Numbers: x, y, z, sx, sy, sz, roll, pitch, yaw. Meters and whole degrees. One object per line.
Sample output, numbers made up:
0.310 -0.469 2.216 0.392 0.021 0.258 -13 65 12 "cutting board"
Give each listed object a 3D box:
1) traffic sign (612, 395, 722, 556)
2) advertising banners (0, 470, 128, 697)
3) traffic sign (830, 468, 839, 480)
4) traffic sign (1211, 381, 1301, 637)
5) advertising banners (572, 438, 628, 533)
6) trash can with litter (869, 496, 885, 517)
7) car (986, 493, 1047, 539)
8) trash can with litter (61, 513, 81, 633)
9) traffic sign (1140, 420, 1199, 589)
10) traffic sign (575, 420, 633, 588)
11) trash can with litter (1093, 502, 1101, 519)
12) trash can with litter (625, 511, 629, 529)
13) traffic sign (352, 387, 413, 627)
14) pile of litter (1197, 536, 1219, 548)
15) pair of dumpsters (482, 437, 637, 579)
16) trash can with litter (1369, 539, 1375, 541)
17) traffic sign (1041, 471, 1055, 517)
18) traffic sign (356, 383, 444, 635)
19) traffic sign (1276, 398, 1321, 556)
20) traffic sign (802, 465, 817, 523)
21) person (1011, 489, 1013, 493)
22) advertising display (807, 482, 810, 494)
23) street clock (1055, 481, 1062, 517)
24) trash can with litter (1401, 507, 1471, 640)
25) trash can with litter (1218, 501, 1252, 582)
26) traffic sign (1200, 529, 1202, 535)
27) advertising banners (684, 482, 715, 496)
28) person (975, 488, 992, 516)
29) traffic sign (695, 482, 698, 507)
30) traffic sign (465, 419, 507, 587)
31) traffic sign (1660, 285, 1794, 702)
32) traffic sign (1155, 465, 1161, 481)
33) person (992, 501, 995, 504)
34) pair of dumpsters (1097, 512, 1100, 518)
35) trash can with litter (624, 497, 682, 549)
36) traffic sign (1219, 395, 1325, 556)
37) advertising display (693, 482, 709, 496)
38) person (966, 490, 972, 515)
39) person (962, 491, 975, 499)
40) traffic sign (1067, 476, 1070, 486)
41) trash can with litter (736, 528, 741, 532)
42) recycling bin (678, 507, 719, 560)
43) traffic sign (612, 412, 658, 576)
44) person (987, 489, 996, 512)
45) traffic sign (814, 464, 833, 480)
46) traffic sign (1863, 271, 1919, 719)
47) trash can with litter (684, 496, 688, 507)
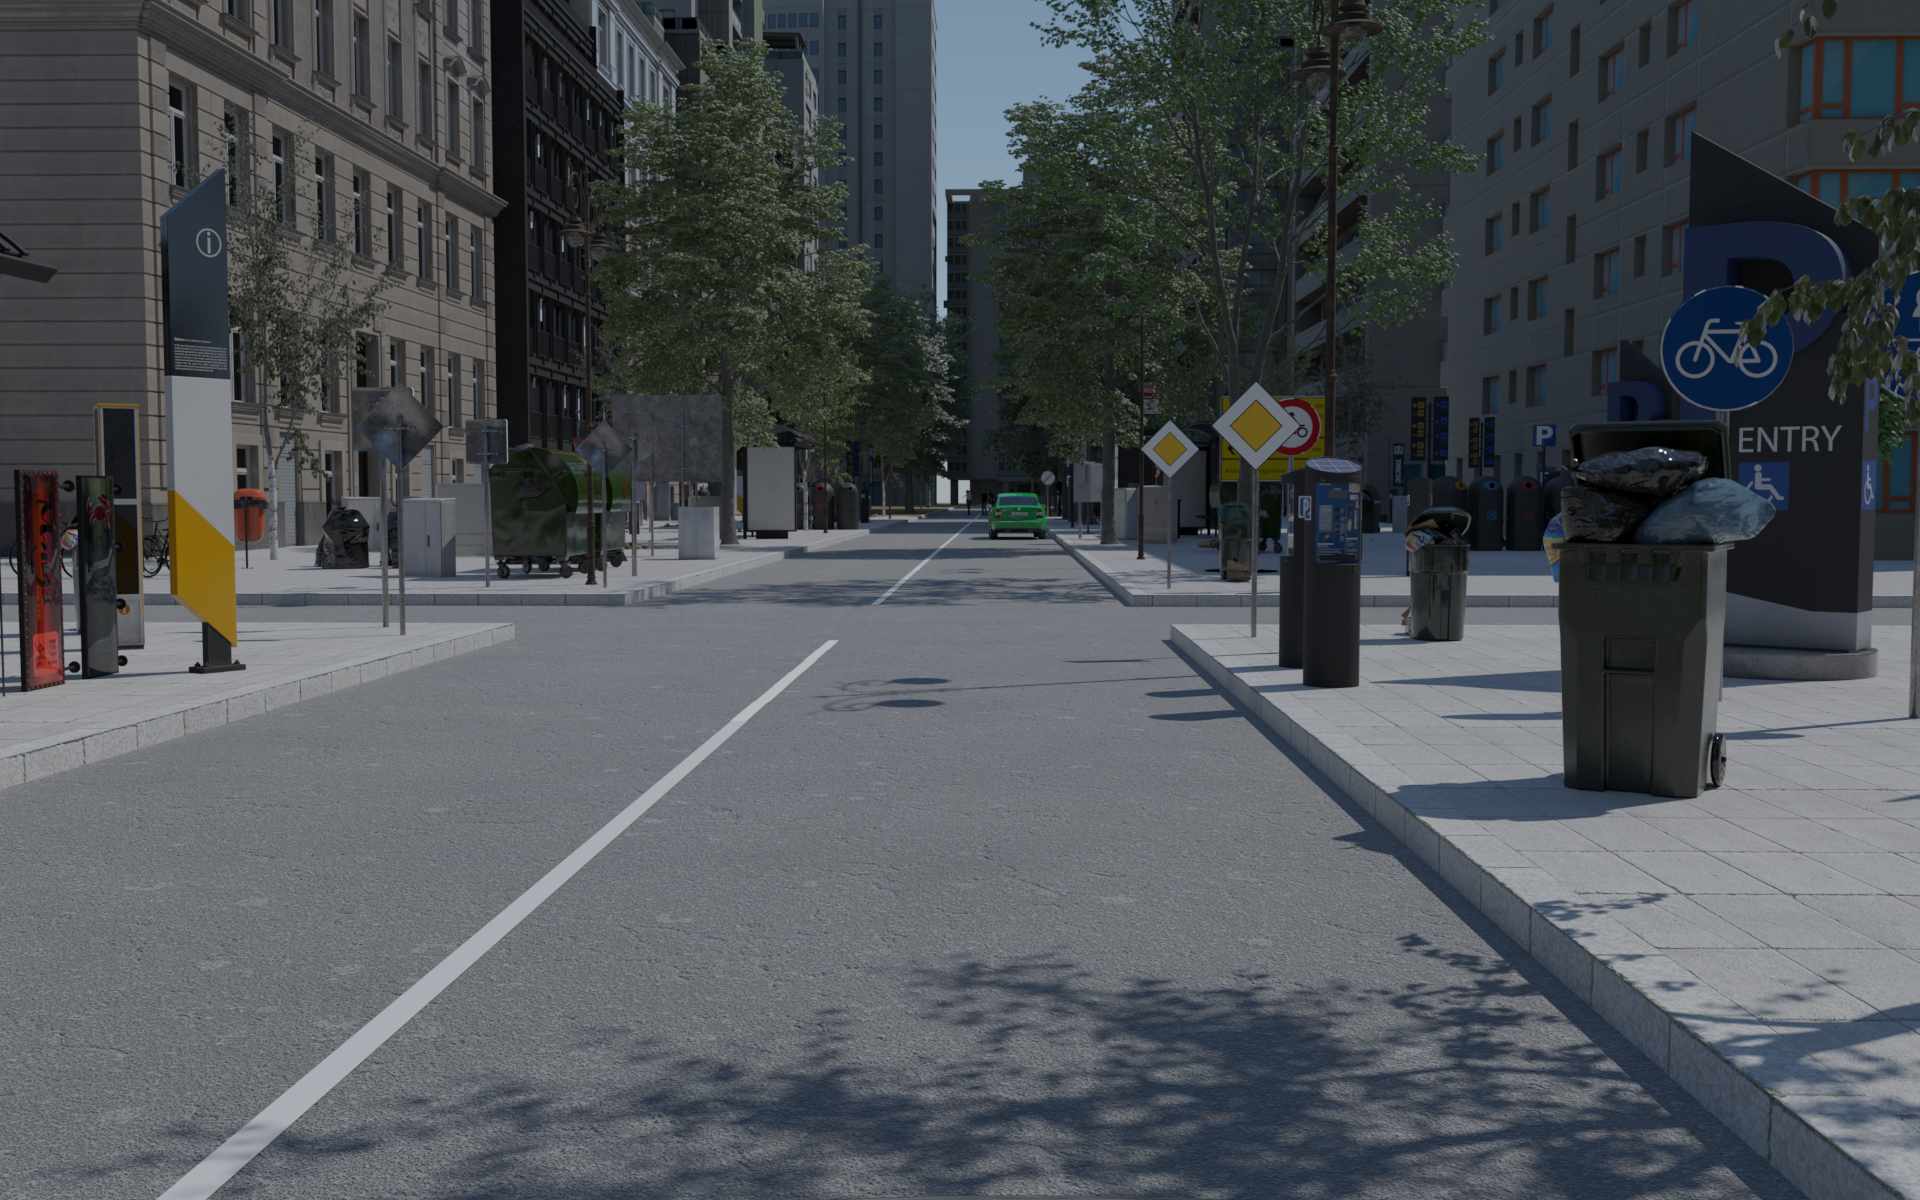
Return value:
-6.026 -2.555 35.643 2.265 3.308 0.079 0 4 2 "traffic sign"
-6.055 -0.930 11.386 0.090 3.025 2.074 0 4 0 "advertising banners"
-5.714 -4.679 77.679 0.795 2.450 0.064 0 4 7 "traffic sign"
2.630 -0.723 15.463 0.795 2.450 0.064 0 4 1 "traffic sign"
-11.365 -3.579 54.697 0.090 3.025 2.074 3 5 42 "advertising banners"
-5.447 -5.229 96.550 2.233 1.210 1.678 2 4 31 "trash can with litter"
1.829 -2.896 56.143 1.959 1.807 4.718 0 4 0 "car"
-8.074 -0.290 16.130 0.624 1.170 1.055 -2 4 -33 "trash can with litter"
2.832 -1.211 23.445 0.795 2.450 0.064 0 4 1 "traffic sign"
-4.859 -1.224 23.660 0.795 2.450 0.064 0 4 1 "traffic sign"
7.338 -4.781 89.223 2.233 1.210 1.678 2 4 28 "trash can with litter"
-12.310 -3.184 63.454 0.624 1.170 1.055 -2 4 -31 "trash can with litter"
-5.534 -0.887 16.636 0.606 2.300 0.079 0 4 5 "traffic sign"
6.237 -1.669 41.253 1.176 0.858 1.719 0 4 2 "pile of litter"
-6.462 -1.571 28.187 1.574 2.255 4.437 0 4 1 "pair of dumpsters"
10.225 -2.226 47.452 2.233 1.210 1.678 2 4 35 "trash can with litter"
4.857 -5.848 95.721 0.768 2.556 0.104 0 4 8 "traffic sign"
-5.061 -0.736 15.677 0.795 2.450 0.064 0 4 1 "traffic sign"
4.402 -1.405 23.072 0.768 2.556 0.104 0 4 5 "traffic sign"
-6.521 -4.625 75.731 0.768 2.556 0.104 1 4 9 "traffic sign"
3.835 -7.336 128.444 1.348 1.824 0.705 -2 4 -24 "person"
-6.911 -4.462 78.160 0.123 1.923 0.974 -1 4 -13 "advertising display"
5.684 -5.778 99.041 0.471 2.002 0.358 0 4 -4 "street clock"
4.162 -0.250 15.468 0.624 1.170 1.055 0 4 0 "trash can with litter"
4.159 -0.872 25.648 0.624 1.170 1.055 0 4 2 "trash can with litter"
7.582 -3.328 54.415 0.884 2.594 0.081 0 4 2 "traffic sign"
-13.290 -5.593 87.637 2.074 3.025 0.090 2 4 27 "advertising banners"
1.588 -6.538 115.403 1.348 1.822 0.705 2 4 32 "person"
-5.498 -2.083 36.179 0.606 2.300 0.079 1 4 11 "traffic sign"
-6.495 -1.323 23.764 0.606 2.300 0.079 1 4 11 "traffic sign"
4.678 -0.645 10.654 0.768 2.556 0.104 1 4 10 "traffic sign"
7.459 -4.093 67.020 0.768 2.556 0.104 1 4 9 "traffic sign"
2.711 -6.553 118.899 1.065 1.426 0.557 0 4 1 "person"
8.125 -5.633 94.600 1.574 2.255 4.437 0 4 1 "pair of dumpsters"
-7.628 -1.825 40.889 1.678 1.210 2.233 -1 4 -17 "trash can with litter"
6.510 -2.568 35.855 2.265 3.308 0.079 0 4 3 "traffic sign"
-13.908 -5.375 93.090 0.123 1.923 0.974 3 5 43 "advertising display"
0.522 -6.595 117.259 0.436 1.711 0.756 2 4 34 "person"
0.874 -10.205 175.349 1.348 1.824 0.705 -1 4 -18 "person"
6.096 -5.697 95.270 0.606 2.300 0.079 0 4 5 "traffic sign"
-6.853 -2.899 58.453 2.233 1.210 1.678 -2 4 -28 "trash can with litter"
-5.149 -1.321 34.156 0.722 1.027 0.722 0 4 0 "recycling bin"
-5.085 -1.643 26.975 0.768 2.556 0.104 0 4 8 "traffic sign"
2.498 -7.921 138.035 0.705 1.821 1.348 3 4 37 "person"
-5.549 -4.295 70.329 0.768 2.556 0.104 0 4 3 "traffic sign"
5.485 -0.596 9.852 0.768 2.556 0.104 0 4 7 "traffic sign"
-11.175 -3.499 68.261 1.678 1.210 2.233 2 4 28 "trash can with litter"
